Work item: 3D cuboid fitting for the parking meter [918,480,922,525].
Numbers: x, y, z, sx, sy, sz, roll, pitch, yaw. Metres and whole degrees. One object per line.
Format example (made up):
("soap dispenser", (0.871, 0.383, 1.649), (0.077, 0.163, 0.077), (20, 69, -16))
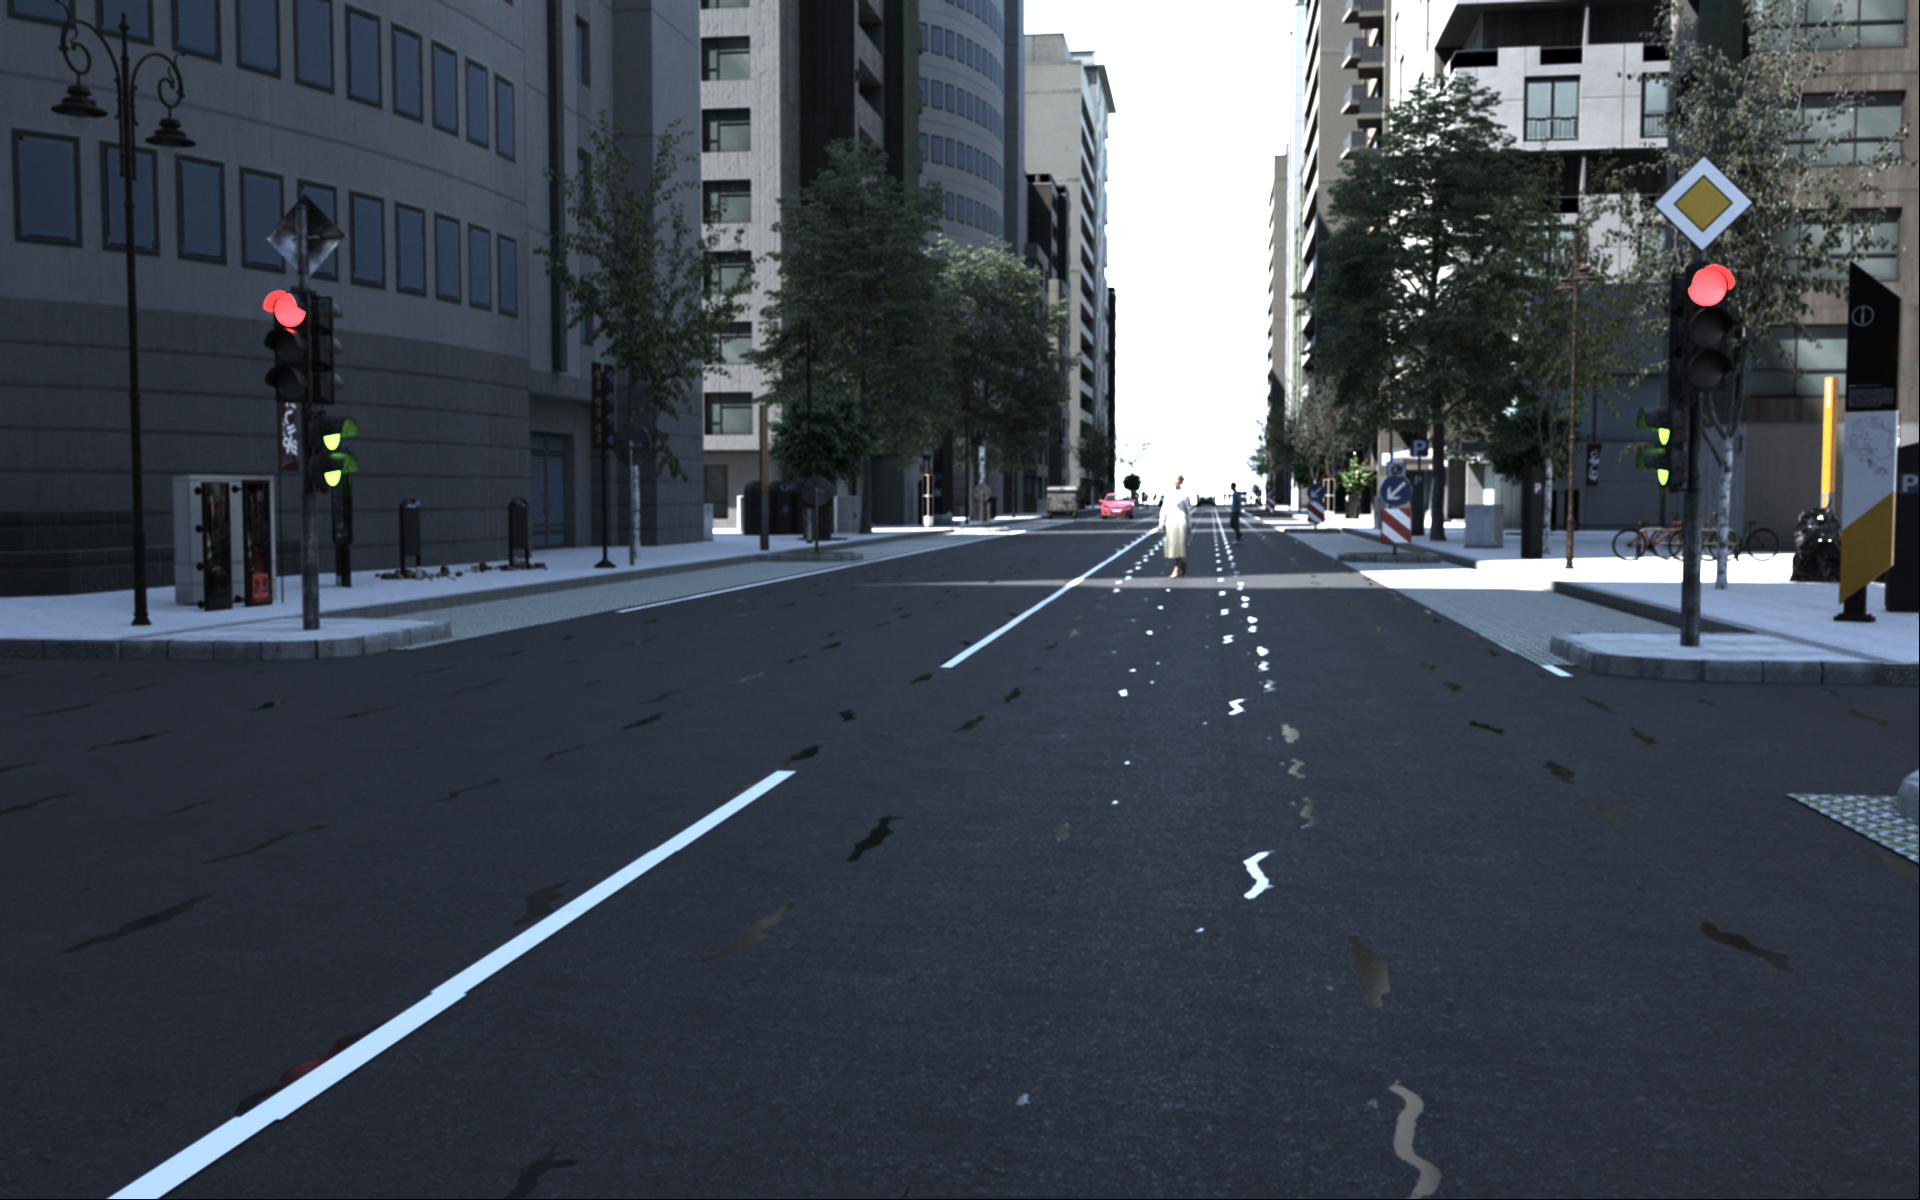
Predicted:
("parking meter", (-1.593, -4.094, 72.646), (0.255, 1.863, 0.399), (-1, 4, -15))

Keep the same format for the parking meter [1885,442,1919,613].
("parking meter", (10.288, -0.804, 18.851), (0.399, 1.863, 0.255), (1, 4, 20))

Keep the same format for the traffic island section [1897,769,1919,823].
("traffic island section", (5.053, 0.950, 6.744), (2.009, 0.180, 2.903), (1, 4, 8))

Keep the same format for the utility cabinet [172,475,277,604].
("utility cabinet", (-8.669, -0.719, 20.429), (0.318, 1.500, 1.173), (2, 4, 29))

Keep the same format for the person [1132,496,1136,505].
("person", (20.474, -11.905, 203.818), (0.551, 1.740, 0.621), (-3, 4, -38))

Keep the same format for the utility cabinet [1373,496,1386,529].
("utility cabinet", (15.360, -3.195, 63.408), (0.306, 1.237, 1.020), (0, 4, 4))

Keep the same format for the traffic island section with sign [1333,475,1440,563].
("traffic island section with sign", (9.079, -1.725, 36.827), (1.989, 1.847, 2.006), (1, 4, 8))

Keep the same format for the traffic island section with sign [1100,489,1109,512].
("traffic island section with sign", (11.972, -8.158, 142.018), (1.989, 1.847, 2.006), (1, 4, 8))

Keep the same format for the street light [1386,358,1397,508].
("street light", (14.538, -5.237, 58.415), (0.468, 5.910, 1.993), (1, 4, 8))

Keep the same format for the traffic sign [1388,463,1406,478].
("traffic sign", (14.189, -3.316, 56.349), (0.606, 2.300, 0.079), (1, 4, 9))

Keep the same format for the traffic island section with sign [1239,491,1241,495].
("traffic island section with sign", (31.841, -11.362, 194.388), (1.989, 1.847, 2.006), (1, 4, 8))

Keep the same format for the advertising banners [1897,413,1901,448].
("advertising banners", (20.120, -2.493, 36.941), (0.090, 3.025, 2.074), (1, 4, 18))

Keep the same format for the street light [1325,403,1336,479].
("street light", (18.727, -7.030, 87.727), (0.468, 5.910, 1.993), (1, 4, 8))

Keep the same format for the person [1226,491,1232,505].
("person", (36.889, -13.985, 237.245), (0.705, 1.812, 1.348), (-2, 4, -34))

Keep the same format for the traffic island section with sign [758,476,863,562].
("traffic island section with sign", (-3.150, -1.755, 37.322), (1.989, 1.847, 2.006), (1, 4, 8))

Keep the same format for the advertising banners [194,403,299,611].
("advertising banners", (-8.065, -1.443, 19.784), (0.090, 3.025, 2.074), (1, 4, 11))

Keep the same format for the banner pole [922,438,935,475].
("banner pole", (-1.361, -5.305, 76.753), (0.863, 3.779, 0.401), (-3, 5, -42))

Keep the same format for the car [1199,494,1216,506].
("car", (29.772, -12.067, 209.098), (2.131, 1.459, 4.920), (1, 4, 10))

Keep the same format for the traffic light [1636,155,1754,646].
("traffic light", (6.156, -1.567, 14.539), (0.839, 4.253, 0.868), (1, 4, 8))

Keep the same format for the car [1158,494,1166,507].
("car", (23.501, -11.449, 196.983), (2.009, 1.686, 4.222), (1, 4, 10))

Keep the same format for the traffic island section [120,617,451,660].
("traffic island section", (-6.168, 0.358, 16.431), (2.009, 0.180, 2.903), (1, 4, 8))

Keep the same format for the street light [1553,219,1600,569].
("street light", (10.402, -3.462, 29.386), (0.468, 5.910, 1.993), (1, 4, 8))

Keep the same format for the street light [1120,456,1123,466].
("street light", (18.960, -14.140, 203.982), (0.468, 5.910, 1.993), (1, 4, 8))

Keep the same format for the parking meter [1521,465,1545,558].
("parking meter", (11.451, -1.768, 34.614), (0.399, 1.863, 0.255), (-2, 4, -29))

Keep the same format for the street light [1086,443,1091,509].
("street light", (11.093, -10.853, 150.236), (0.468, 5.910, 1.993), (1, 4, 8))

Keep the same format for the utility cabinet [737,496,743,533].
("utility cabinet", (-6.907, -2.858, 57.894), (1.020, 1.237, 0.306), (-2, 4, -25))

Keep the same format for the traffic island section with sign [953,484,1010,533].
("traffic island section with sign", (0.838, -3.446, 64.969), (1.989, 1.847, 2.006), (1, 4, 8))

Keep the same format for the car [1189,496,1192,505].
("car", (29.116, -13.039, 224.993), (2.131, 1.459, 4.920), (0, 4, 8))

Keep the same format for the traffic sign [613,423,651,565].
("traffic sign", (-5.915, -1.898, 31.142), (0.768, 2.556, 0.104), (1, 4, 17))

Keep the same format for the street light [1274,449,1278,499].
("street light", (29.815, -11.698, 164.052), (0.468, 5.910, 1.993), (1, 4, 8))

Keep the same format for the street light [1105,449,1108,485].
("street light", (14.758, -12.371, 175.059), (0.468, 5.910, 1.993), (1, 4, 8))

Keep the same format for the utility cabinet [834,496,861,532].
("utility cabinet", (-3.765, -2.885, 58.330), (1.020, 1.237, 0.306), (-3, 4, -38))

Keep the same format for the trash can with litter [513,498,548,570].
("trash can with litter", (-7.809, -1.124, 29.434), (1.678, 1.210, 2.233), (1, 4, 18))

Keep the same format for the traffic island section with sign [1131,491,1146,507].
("traffic island section with sign", (19.888, -11.512, 196.847), (1.989, 1.847, 2.006), (1, 4, 8))

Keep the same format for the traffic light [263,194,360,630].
("traffic light", (-6.130, -1.674, 16.291), (0.839, 4.253, 0.868), (1, 4, 8))

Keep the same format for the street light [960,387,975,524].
("street light", (0.295, -6.218, 74.446), (0.468, 5.910, 1.993), (1, 4, 8))

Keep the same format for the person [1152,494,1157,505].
("person", (25.631, -13.221, 227.901), (0.697, 1.427, 0.421), (1, 4, 16))

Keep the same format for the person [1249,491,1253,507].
("person", (32.023, -11.133, 190.528), (0.705, 1.824, 1.348), (0, 4, -1))

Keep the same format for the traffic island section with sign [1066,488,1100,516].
("traffic island section with sign", (8.082, -6.508, 115.029), (1.989, 1.847, 2.006), (1, 4, 8))

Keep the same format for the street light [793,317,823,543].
("street light", (-3.957, -4.439, 45.365), (0.468, 5.910, 1.993), (1, 4, 8))

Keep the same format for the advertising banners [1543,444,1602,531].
("advertising banners", (21.236, -3.913, 60.170), (2.074, 3.025, 0.090), (0, 4, 1))

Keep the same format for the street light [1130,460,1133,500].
("street light", (23.100, -15.926, 233.169), (0.468, 5.910, 1.993), (1, 4, 8))

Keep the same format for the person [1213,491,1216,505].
("person", (32.934, -13.174, 223.862), (0.705, 1.831, 1.348), (0, 4, 0))

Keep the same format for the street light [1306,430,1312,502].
("street light", (21.410, -8.142, 105.911), (0.468, 5.910, 1.993), (1, 4, 8))

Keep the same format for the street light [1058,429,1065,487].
("street light", (7.053, -9.081, 121.263), (0.468, 5.910, 1.993), (1, 4, 8))

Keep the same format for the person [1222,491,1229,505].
("person", (34.056, -13.114, 222.924), (1.348, 1.822, 0.705), (3, 4, 37))

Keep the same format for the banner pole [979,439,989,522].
("banner pole", (1.097, -5.430, 78.795), (0.401, 3.779, 0.863), (-3, 4, -37))

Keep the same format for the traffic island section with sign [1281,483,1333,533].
("traffic island section with sign", (13.008, -3.389, 64.038), (1.989, 1.847, 2.006), (1, 4, 8))

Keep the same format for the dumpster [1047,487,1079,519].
("dumpster", (5.852, -5.538, 98.767), (1.865, 1.857, 1.264), (0, 4, 8))

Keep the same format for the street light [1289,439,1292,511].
("street light", (25.729, -9.925, 135.068), (0.468, 5.910, 1.993), (1, 4, 8))

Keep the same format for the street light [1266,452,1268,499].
("street light", (33.043, -13.063, 186.371), (0.468, 5.910, 1.993), (1, 4, 8))

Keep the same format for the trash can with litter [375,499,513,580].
("trash can with litter", (-8.226, -0.964, 26.814), (1.678, 1.210, 2.233), (1, 4, 10))

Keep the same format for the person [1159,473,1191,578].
("person", (3.738, -1.282, 29.690), (0.478, 1.798, 0.641), (3, 5, 42))

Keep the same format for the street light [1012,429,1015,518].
("street light", (2.877, -7.327, 92.590), (0.468, 5.910, 1.993), (1, 4, 8))

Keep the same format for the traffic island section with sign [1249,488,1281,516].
("traffic island section with sign", (19.989, -6.349, 112.428), (1.989, 1.847, 2.006), (1, 4, 8))

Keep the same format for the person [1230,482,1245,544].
("person", (7.997, -2.517, 49.992), (0.444, 1.785, 0.601), (1, 4, 9))

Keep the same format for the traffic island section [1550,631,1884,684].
("traffic island section", (6.194, 0.467, 14.647), (2.009, 0.180, 2.903), (1, 4, 8))

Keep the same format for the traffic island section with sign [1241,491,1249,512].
("traffic island section with sign", (23.957, -8.027, 139.877), (1.989, 1.847, 2.006), (1, 4, 8))

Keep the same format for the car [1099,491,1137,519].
("car", (9.072, -5.534, 99.524), (2.155, 1.783, 4.494), (0, 4, 6))

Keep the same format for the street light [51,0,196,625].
("street light", (-8.032, -2.693, 16.812), (0.468, 5.910, 1.993), (1, 4, 8))
